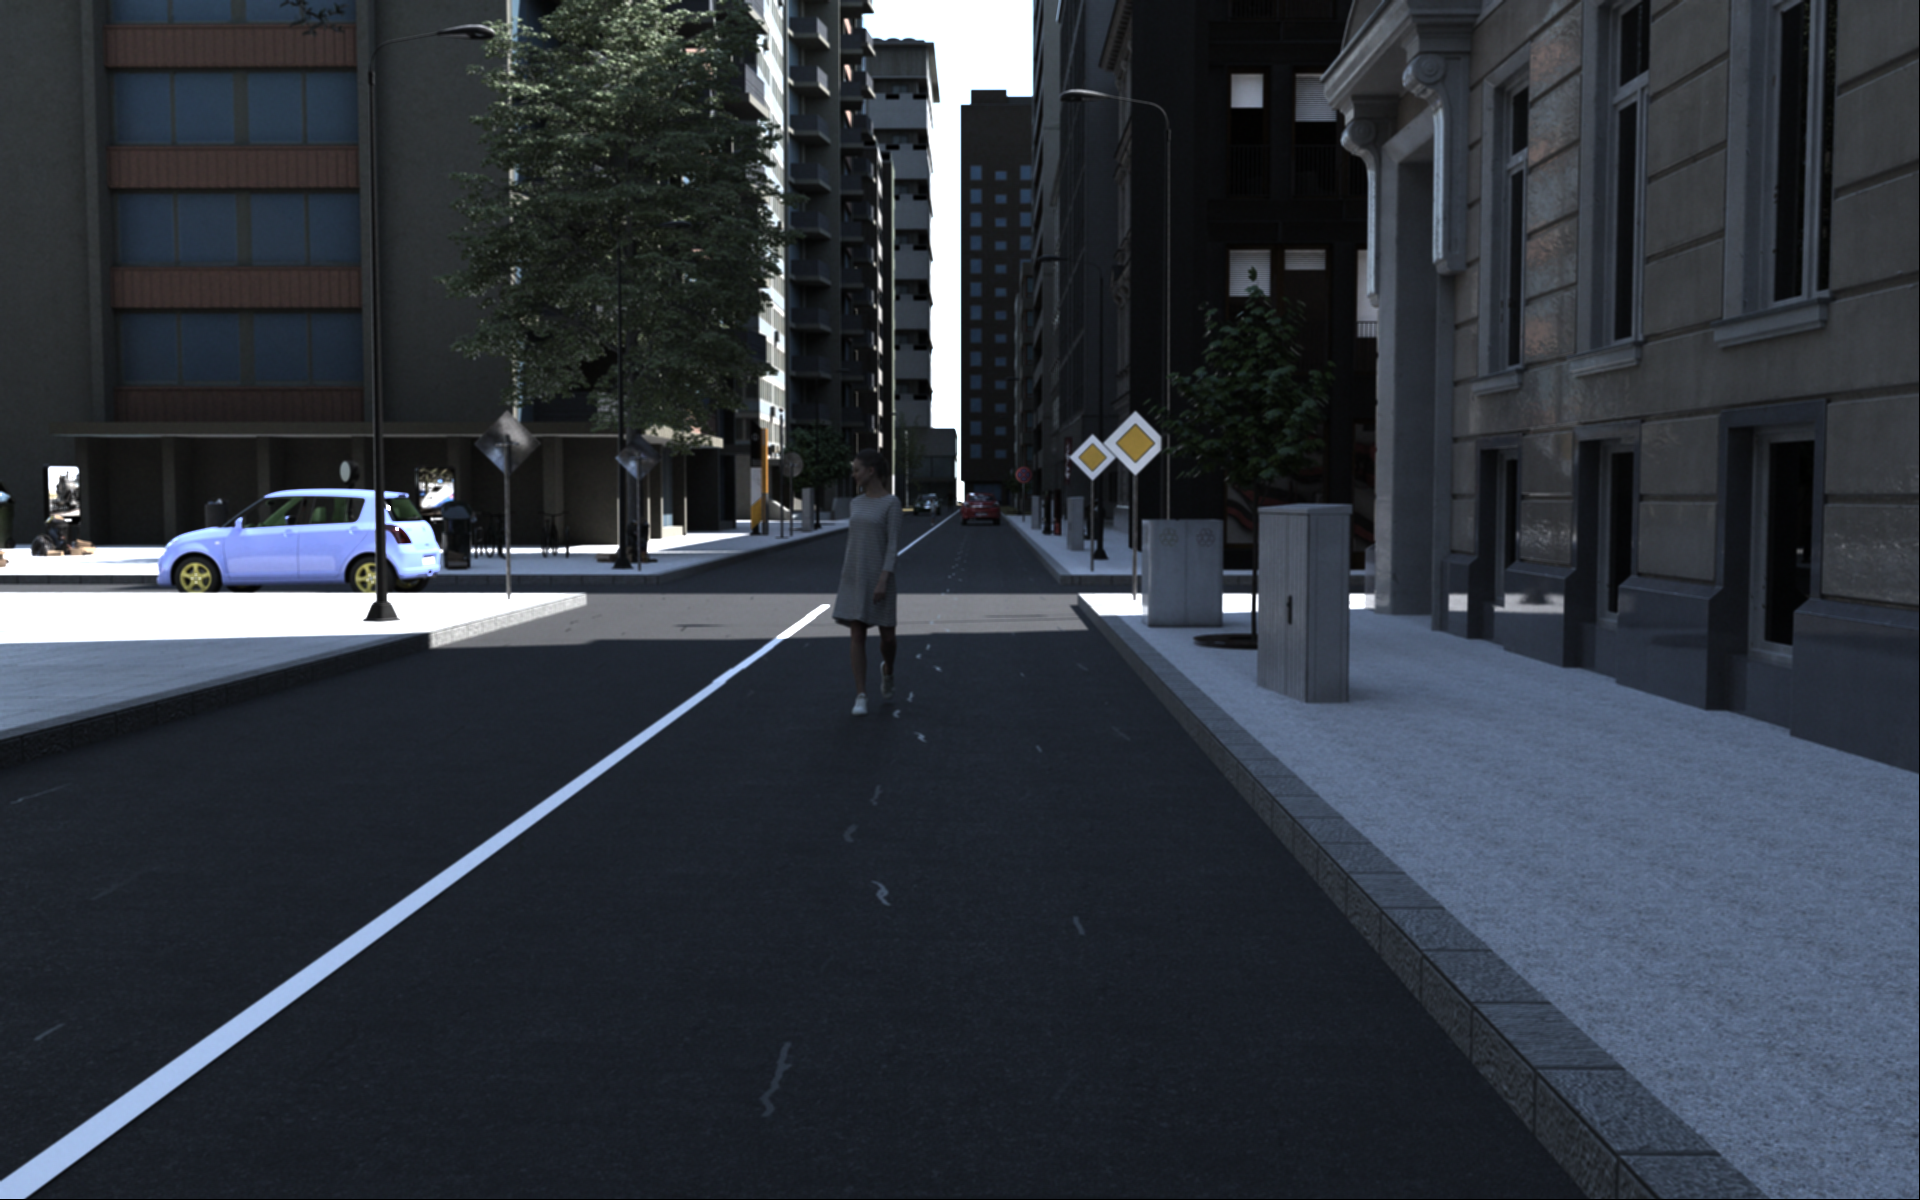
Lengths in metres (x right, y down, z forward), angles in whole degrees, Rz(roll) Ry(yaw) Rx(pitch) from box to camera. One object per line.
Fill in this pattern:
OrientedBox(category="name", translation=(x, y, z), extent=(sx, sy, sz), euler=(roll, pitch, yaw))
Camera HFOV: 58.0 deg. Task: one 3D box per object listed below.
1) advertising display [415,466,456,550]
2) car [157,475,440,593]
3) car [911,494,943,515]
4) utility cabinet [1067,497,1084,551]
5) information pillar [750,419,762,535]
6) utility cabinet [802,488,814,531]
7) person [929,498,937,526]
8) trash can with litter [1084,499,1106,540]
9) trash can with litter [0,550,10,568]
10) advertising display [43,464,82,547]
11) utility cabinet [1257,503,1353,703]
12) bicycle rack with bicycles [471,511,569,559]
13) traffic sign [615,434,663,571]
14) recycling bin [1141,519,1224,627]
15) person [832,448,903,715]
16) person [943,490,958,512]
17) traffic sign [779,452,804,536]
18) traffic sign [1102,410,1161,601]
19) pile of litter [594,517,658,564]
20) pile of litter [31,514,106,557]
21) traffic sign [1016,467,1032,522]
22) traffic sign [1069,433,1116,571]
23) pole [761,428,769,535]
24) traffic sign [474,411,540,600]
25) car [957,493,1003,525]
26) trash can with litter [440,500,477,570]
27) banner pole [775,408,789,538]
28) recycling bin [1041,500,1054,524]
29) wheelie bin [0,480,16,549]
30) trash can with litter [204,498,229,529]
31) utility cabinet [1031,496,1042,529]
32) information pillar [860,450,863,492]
OrientedBox(category="advertising display", translation=(-12.042, -2.116, 39.809), extent=(0.123, 1.923, 0.974), euler=(3, 5, 41))
OrientedBox(category="car", translation=(-9.228, -0.893, 24.186), extent=(3.694, 1.707, 1.945), euler=(0, 4, 0))
OrientedBox(category="car", translation=(-2.243, -6.519, 118.388), extent=(2.131, 1.459, 4.920), euler=(0, 4, 0))
OrientedBox(category="utility cabinet", translation=(2.630, -1.738, 39.581), extent=(0.306, 1.237, 1.020), euler=(0, 4, -2))
OrientedBox(category="information pillar", translation=(-6.324, -3.843, 54.189), extent=(0.504, 3.616, 0.183), euler=(-1, 4, -20))
OrientedBox(category="utility cabinet", translation=(-5.194, -3.084, 59.095), extent=(0.318, 1.500, 1.173), euler=(0, 4, 2))
OrientedBox(category="person", translation=(-1.220, -4.003, 78.628), extent=(0.352, 1.250, 0.332), euler=(0, 4, -7))
OrientedBox(category="trash can with litter", translation=(3.546, -2.267, 48.459), extent=(1.055, 1.170, 0.624), euler=(2, 4, 30))
OrientedBox(category="trash can with litter", translation=(-16.890, -1.126, 29.793), extent=(0.624, 1.170, 1.055), euler=(0, 4, 0))
OrientedBox(category="advertising display", translation=(-19.541, -1.989, 37.727), extent=(0.123, 1.923, 0.974), euler=(1, 4, 14))
OrientedBox(category="utility cabinet", translation=(2.186, 0.003, 11.109), extent=(0.306, 1.237, 1.020), euler=(0, 4, -7))
OrientedBox(category="bicycle rack with bicycles", translation=(-9.032, -1.337, 35.244), extent=(2.852, 0.926, 2.925), euler=(-1, 4, -11))
OrientedBox(category="traffic sign", translation=(-5.348, -1.542, 28.852), extent=(0.795, 2.450, 0.064), euler=(0, 4, 1))
OrientedBox(category="recycling bin", translation=(2.174, -0.271, 16.989), extent=(0.722, 1.027, 0.722), euler=(0, 3, 0))
OrientedBox(category="person", translation=(-0.596, -0.138, 11.511), extent=(0.466, 1.731, 0.760), euler=(0, 4, 4))
OrientedBox(category="person", translation=(-0.754, -7.930, 138.672), extent=(1.217, 1.766, 0.721), euler=(0, 4, 4))
OrientedBox(category="traffic sign", translation=(-5.141, -3.217, 52.710), extent=(0.768, 2.556, 0.104), euler=(1, 4, 8))
OrientedBox(category="traffic sign", translation=(2.094, -1.047, 20.753), extent=(0.795, 2.450, 0.064), euler=(0, 4, 1))
OrientedBox(category="pile of litter", translation=(-6.313, -1.146, 32.701), extent=(1.176, 0.858, 1.719), euler=(-1, 4, -10))
OrientedBox(category="pile of litter", translation=(-18.593, -1.356, 36.132), extent=(1.176, 0.858, 1.719), euler=(2, 4, 29))
OrientedBox(category="traffic sign", translation=(2.952, -4.899, 80.210), extent=(0.768, 2.556, 0.104), euler=(0, 4, 1))
OrientedBox(category="traffic sign", translation=(2.195, -1.535, 28.737), extent=(0.795, 2.450, 0.064), euler=(0, 4, 1))
OrientedBox(category="pole", translation=(-6.071, -3.673, 53.889), extent=(0.158, 3.312, 0.155), euler=(0, 3, 0))
OrientedBox(category="traffic sign", translation=(-5.449, -1.054, 20.868), extent=(0.795, 2.450, 0.064), euler=(0, 4, 1))
OrientedBox(category="car", translation=(0.944, -4.420, 81.315), extent=(2.155, 1.783, 4.494), euler=(0, 4, -1))
OrientedBox(category="trash can with litter", translation=(-8.600, -1.127, 29.810), extent=(0.624, 1.170, 1.055), euler=(-1, 4, -19))
OrientedBox(category="banner pole", translation=(-5.186, -3.702, 50.550), extent=(0.401, 3.779, 0.863), euler=(0, 4, -1))
OrientedBox(category="recycling bin", translation=(3.764, -3.822, 75.051), extent=(0.722, 1.027, 0.722), euler=(1, 4, 11))
OrientedBox(category="wheelie bin", translation=(-22.460, -1.981, 40.302), extent=(0.980, 1.594, 0.693), euler=(1, 4, 23))
OrientedBox(category="trash can with litter", translation=(-14.767, -1.468, 35.065), extent=(2.233, 1.210, 1.678), euler=(1, 4, 12))
OrientedBox(category="utility cabinet", translation=(2.818, -3.206, 63.577), extent=(0.306, 1.237, 1.020), euler=(0, 4, 8))
OrientedBox(category="information pillar", translation=(-5.199, -6.115, 91.333), extent=(0.183, 3.616, 0.504), euler=(0, 4, 2))
